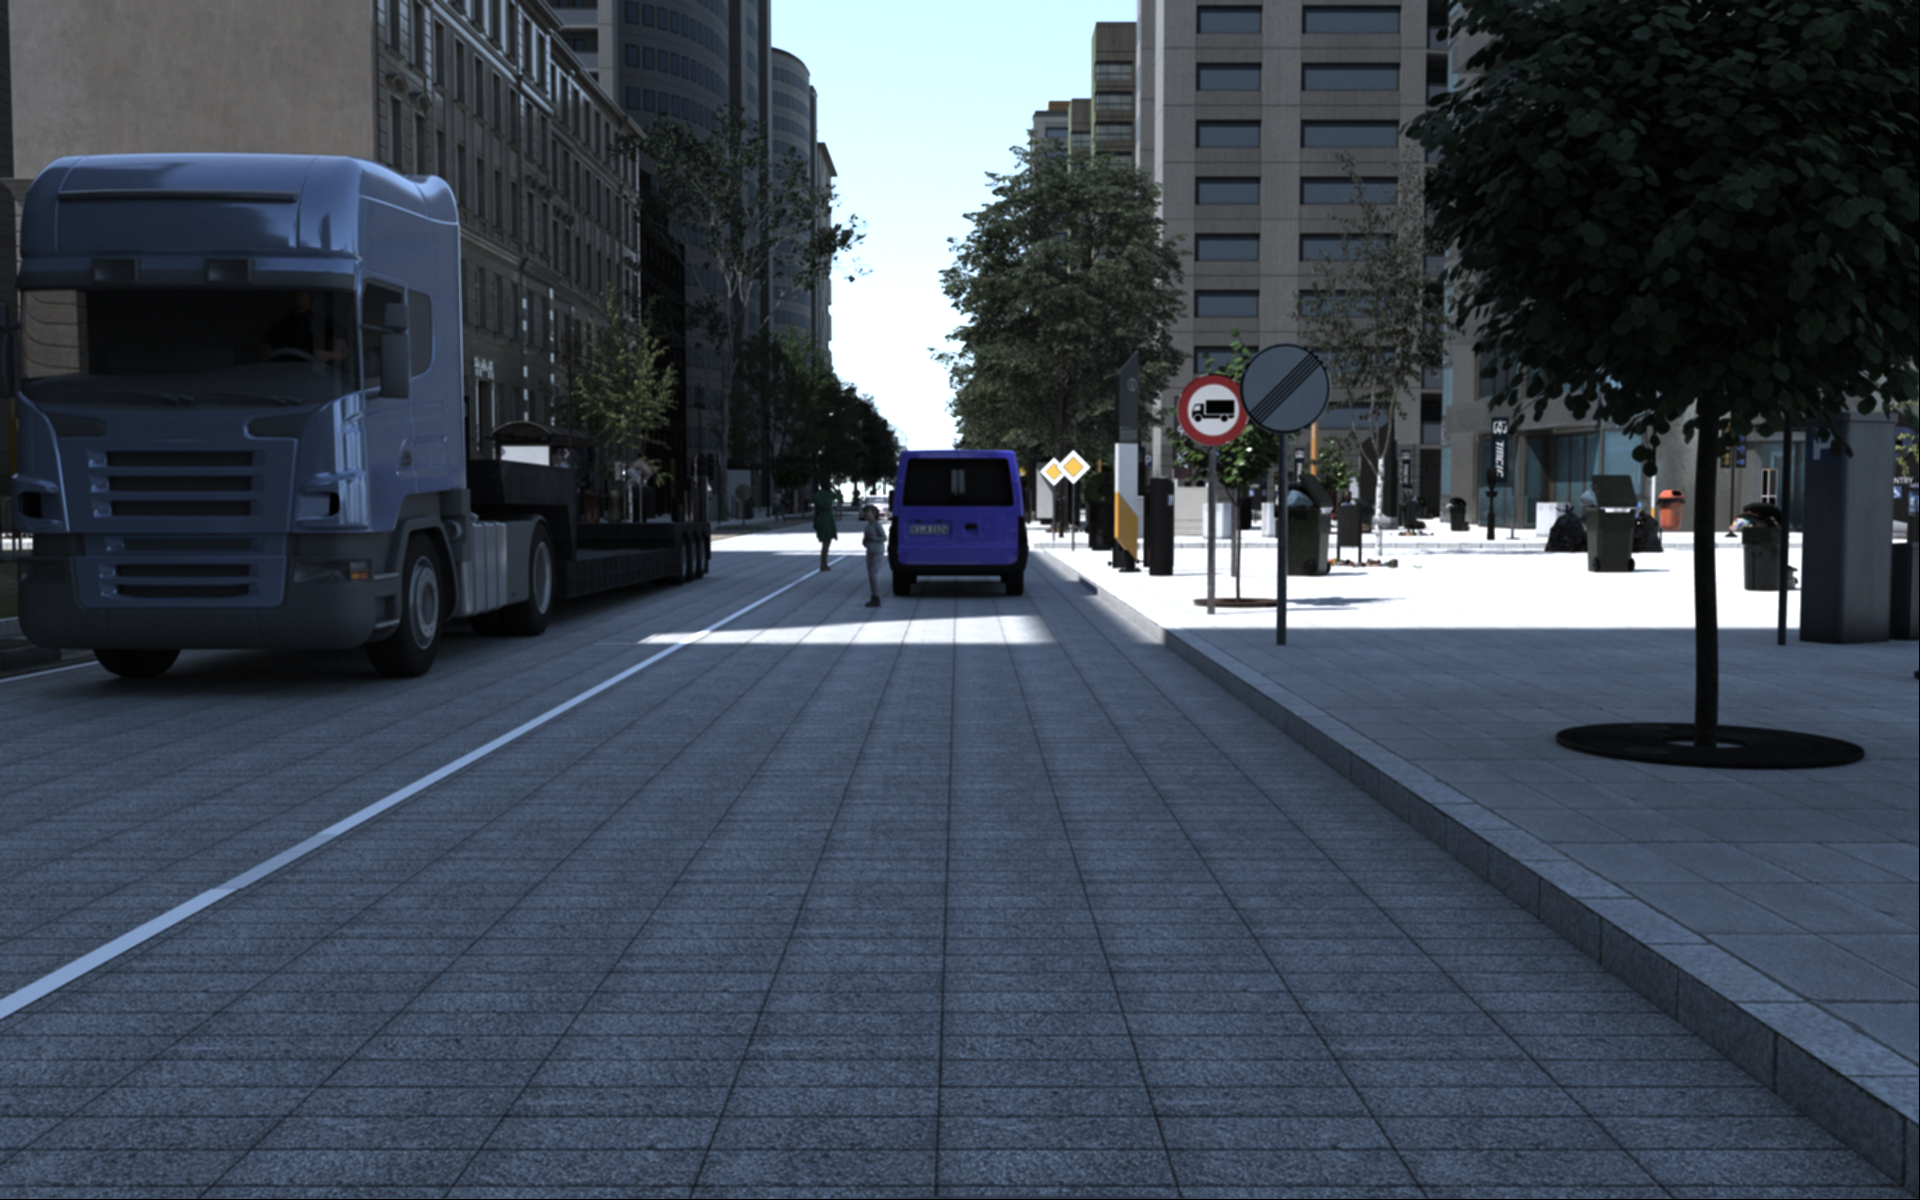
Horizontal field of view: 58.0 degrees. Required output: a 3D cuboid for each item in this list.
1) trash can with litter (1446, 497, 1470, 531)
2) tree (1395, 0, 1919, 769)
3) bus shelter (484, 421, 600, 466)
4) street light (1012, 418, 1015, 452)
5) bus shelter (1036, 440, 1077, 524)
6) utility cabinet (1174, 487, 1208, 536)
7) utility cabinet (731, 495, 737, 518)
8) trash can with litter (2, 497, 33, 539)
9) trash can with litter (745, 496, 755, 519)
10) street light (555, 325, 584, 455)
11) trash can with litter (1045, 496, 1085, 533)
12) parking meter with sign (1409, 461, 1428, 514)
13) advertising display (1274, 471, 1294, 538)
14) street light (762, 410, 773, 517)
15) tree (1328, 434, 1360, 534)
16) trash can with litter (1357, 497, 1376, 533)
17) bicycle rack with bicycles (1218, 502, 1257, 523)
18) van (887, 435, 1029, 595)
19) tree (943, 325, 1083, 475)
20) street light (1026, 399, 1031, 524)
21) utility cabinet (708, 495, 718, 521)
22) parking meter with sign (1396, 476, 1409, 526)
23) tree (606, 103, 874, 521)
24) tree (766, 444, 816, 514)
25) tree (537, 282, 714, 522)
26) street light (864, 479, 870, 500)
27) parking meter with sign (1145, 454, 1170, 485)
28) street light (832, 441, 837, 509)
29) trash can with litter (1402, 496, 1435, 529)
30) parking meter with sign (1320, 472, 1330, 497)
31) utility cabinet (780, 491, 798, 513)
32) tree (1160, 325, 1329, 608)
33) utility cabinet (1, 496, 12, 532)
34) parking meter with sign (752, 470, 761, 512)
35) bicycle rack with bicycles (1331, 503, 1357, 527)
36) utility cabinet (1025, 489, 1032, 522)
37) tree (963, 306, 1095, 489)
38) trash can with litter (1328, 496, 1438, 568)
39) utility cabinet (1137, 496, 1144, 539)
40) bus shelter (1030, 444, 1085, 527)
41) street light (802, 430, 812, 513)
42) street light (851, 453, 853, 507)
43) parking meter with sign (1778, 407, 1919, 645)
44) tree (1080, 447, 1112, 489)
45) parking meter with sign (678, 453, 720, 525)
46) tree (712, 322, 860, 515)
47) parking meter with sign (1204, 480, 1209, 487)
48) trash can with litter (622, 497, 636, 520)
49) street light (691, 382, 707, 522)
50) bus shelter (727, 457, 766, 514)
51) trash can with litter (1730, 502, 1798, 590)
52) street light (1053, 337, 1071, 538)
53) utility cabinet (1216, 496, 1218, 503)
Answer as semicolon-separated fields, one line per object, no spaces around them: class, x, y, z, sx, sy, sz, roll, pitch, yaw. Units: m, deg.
trash can with litter;17.334;-2.986;60.205;0.624;1.170;1.055;2;4;35
tree;3.838;-1.528;8.697;4.285;4.588;4.351;0;3;0
bus shelter;-12.073;-3.459;50.478;2.014;3.302;5.546;0;4;0
street light;3.077;-7.674;98.256;0.468;5.910;1.993;0;3;0
bus shelter;4.293;-5.249;77.102;1.731;3.624;6.357;0;3;0
utility cabinet;7.019;-2.708;52.949;1.173;1.500;0.318;1;4;16
utility cabinet;-11.917;-4.916;91.536;0.306;1.237;1.020;0;4;-5
trash can with litter;-27.642;-2.372;49.835;1.678;1.210;2.233;3;5;41
trash can with litter;-11.141;-4.798;89.839;1.055;1.170;0.624;3;4;38
street light;-10.684;-4.569;47.491;0.468;5.910;1.993;0;3;0
trash can with litter;3.644;-2.889;58.295;1.678;1.210;2.233;2;4;34
parking meter with sign;23.928;-5.856;92.004;1.738;3.016;0.543;1;4;15
advertising display;9.292;-2.721;49.705;0.123;1.923;0.974;-1;4;-17
street light;-10.616;-7.516;95.679;0.468;5.910;1.993;0;3;0
tree;11.794;-3.735;55.662;1.663;3.219;1.824;0;3;0
trash can with litter;13.572;-2.837;57.778;0.624;1.170;1.055;1;4;11
bicycle rack with bicycles;12.052;-3.869;76.640;2.852;0.926;2.925;1;4;14
van;-0.024;-1.332;26.169;2.240;2.365;5.245;0;3;0
tree;3.696;-11.946;112.318;9.611;12.733;9.660;0;3;0
street light;2.970;-6.245;74.888;0.468;5.910;1.993;0;3;0
utility cabinet;-11.643;-4.363;82.489;1.020;1.237;0.306;-1;4;-17
parking meter with sign;17.122;-4.418;68.488;0.543;3.016;1.738;2;4;31
tree;-10.201;-13.845;82.256;12.611;20.169;13.585;0;3;0
tree;-11.058;-7.926;113.306;4.285;4.588;4.351;0;3;0
tree;-11.424;-6.682;59.607;4.737;8.622;4.395;0;3;0
street light;-10.696;-13.548;194.297;0.468;5.910;1.993;0;3;0
parking meter with sign;8.710;-4.828;75.199;0.543;3.016;1.738;-3;4;-39
street light;-10.697;-10.690;147.562;0.468;5.910;1.993;0;3;0
trash can with litter;16.939;-3.243;64.407;0.624;1.170;1.055;-2;4;-27
parking meter with sign;14.709;-4.615;71.712;0.543;3.016;1.738;-2;4;-30
utility cabinet;-11.741;-6.736;118.806;1.173;1.500;0.318;-2;4;-30
tree;3.092;-1.553;19.998;1.663;3.219;1.824;0;3;0
utility cabinet;-32.263;-2.927;59.020;0.306;1.237;1.020;2;4;33
parking meter with sign;-14.801;-7.635;121.098;1.738;3.016;0.543;1;4;12
bicycle rack with bicycles;15.152;-3.283;67.061;2.925;0.926;2.852;3;5;43
utility cabinet;2.942;-4.319;79.294;0.318;1.500;1.173;1;4;22
tree;3.725;-10.153;91.752;9.928;11.665;9.643;0;3;0
trash can with litter;7.139;-1.202;30.716;1.678;1.210;2.233;-3;4;-36
utility cabinet;5.204;-2.369;49.903;1.020;1.237;0.306;-2;4;-25
bus shelter;3.925;-4.663;70.162;2.014;3.302;5.546;0;3;0
street light;-10.657;-8.945;119.046;0.468;5.910;1.993;0;3;0
street light;-10.662;-12.119;170.930;0.468;5.910;1.993;0;3;0
parking meter with sign;7.731;-1.146;14.994;1.738;3.016;0.543;-2;4;-26
tree;7.971;-7.418;104.999;4.285;4.588;4.351;0;3;0
parking meter with sign;-10.966;-4.682;72.810;1.738;3.016;0.543;0;4;-1
tree;-11.262;-10.995;105.530;9.928;11.665;9.643;0;3;0
parking meter with sign;12.577;-5.581;87.507;0.543;3.016;1.738;1;4;18
trash can with litter;-16.713;-4.626;87.028;1.055;1.170;0.624;-1;4;-15
street light;-10.717;-6.033;71.429;0.468;5.910;1.993;0;3;0
bus shelter;-12.176;-6.330;97.420;2.014;3.302;5.546;0;4;0
trash can with litter;10.837;-0.727;23.271;0.624;1.170;1.055;3;5;45
street light;2.994;-4.783;50.997;0.468;5.910;1.993;0;3;0
utility cabinet;10.335;-3.760;72.629;1.020;1.237;0.306;-2;4;-27
